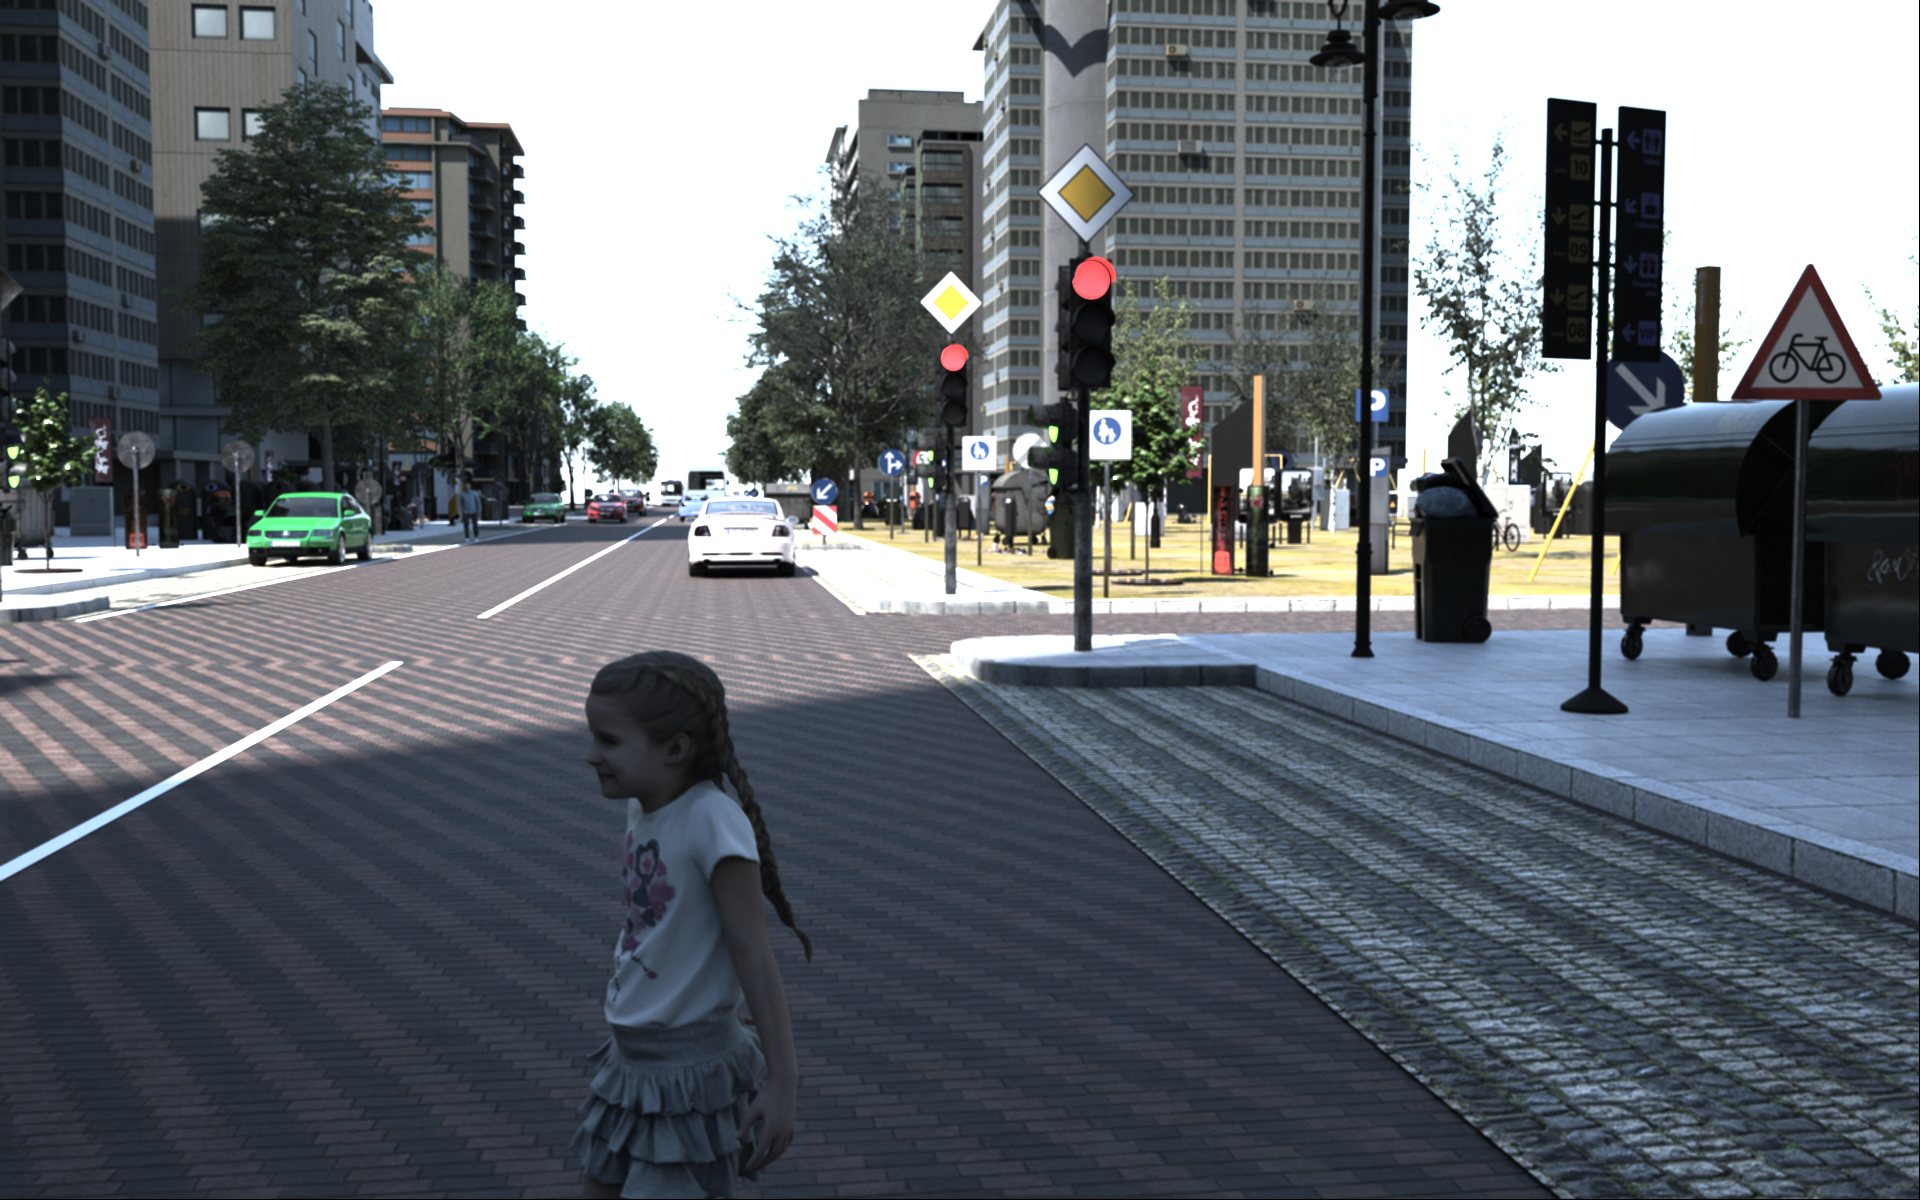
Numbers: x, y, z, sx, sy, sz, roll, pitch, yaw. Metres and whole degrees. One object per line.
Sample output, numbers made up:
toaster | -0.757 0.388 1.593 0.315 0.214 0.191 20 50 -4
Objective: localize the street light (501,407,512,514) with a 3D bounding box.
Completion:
street light | -23.303 -7.109 89.026 0.468 5.910 1.993 0 4 -8

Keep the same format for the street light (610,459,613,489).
street light | -36.017 -12.595 178.719 0.468 5.910 1.993 0 4 -8

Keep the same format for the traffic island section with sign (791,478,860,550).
traffic island section with sign | -3.654 -2.207 44.713 1.989 1.847 2.006 0 4 -8

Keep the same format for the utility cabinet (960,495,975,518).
utility cabinet | 0.523 -4.789 89.467 1.020 1.237 0.306 0 4 5

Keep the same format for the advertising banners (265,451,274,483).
advertising banners | -28.164 -4.477 69.388 0.090 3.025 2.074 1 4 19

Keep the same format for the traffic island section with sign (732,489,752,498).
traffic island section with sign | -18.202 -8.461 146.964 1.989 1.847 2.006 0 4 -8

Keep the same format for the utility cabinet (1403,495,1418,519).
utility cabinet | 23.022 -4.708 88.129 1.020 1.237 0.306 -2 4 -34

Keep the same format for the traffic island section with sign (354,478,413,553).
traffic island section with sign | -14.581 -2.077 42.588 1.989 1.847 2.006 0 4 -8

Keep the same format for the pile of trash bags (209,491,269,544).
pile of trash bags | -19.012 -2.218 46.023 3.447 1.369 1.912 3 5 43

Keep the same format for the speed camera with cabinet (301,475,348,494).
speed camera with cabinet | -30.366 -5.407 82.742 2.038 3.252 0.660 -3 4 -37

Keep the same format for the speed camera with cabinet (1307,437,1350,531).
speed camera with cabinet | 12.847 -4.074 60.950 2.038 3.252 0.660 -3 4 -37

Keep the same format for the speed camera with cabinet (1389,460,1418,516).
speed camera with cabinet | 25.816 -6.508 100.737 2.038 3.252 0.660 2 4 32

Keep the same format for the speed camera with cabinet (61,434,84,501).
speed camera with cabinet | -29.708 -3.800 56.464 2.038 3.252 0.660 -2 4 -31

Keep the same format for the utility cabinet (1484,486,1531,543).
utility cabinet | 14.161 -2.217 44.926 1.173 1.500 0.318 1 4 11

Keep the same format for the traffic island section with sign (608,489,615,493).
traffic island section with sign | -29.331 -8.408 146.093 1.989 1.847 2.006 0 4 -8

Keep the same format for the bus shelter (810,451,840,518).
bus shelter | -7.138 -6.058 90.331 1.731 3.624 6.357 -1 4 -8

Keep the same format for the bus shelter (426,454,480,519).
bus shelter | -26.273 -5.870 89.902 2.014 3.302 5.546 -1 4 -8

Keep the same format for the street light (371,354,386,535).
street light | -18.283 -5.008 54.673 0.468 5.910 1.993 0 4 -8

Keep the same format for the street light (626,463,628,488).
street light | -40.963 -14.703 213.184 0.468 5.910 1.993 0 4 -8

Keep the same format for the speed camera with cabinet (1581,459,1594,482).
speed camera with cabinet | 26.072 -4.716 71.443 0.660 3.252 2.038 2 4 28

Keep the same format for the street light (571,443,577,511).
street light | -29.191 -9.668 130.856 0.468 5.910 1.993 0 4 -8

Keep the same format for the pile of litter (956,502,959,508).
pile of litter | -0.470 -4.842 93.127 1.176 0.858 1.719 0 4 -5

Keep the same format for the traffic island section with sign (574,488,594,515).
traffic island section with sign | -25.534 -6.775 119.406 1.989 1.847 2.006 0 4 -8

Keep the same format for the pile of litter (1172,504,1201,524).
pile of litter | 9.898 -3.769 75.589 1.176 0.858 1.719 -1 4 -11

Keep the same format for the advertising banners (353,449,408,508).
advertising banners | -22.335 -4.316 66.748 2.074 3.025 0.090 0 3 0

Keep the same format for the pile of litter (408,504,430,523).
pile of litter | -24.330 -3.893 77.609 1.719 0.858 1.176 -3 5 -44

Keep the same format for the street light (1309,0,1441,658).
street light | 3.179 -2.490 13.496 0.468 5.910 1.993 0 4 -8

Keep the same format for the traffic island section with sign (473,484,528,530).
traffic island section with sign | -18.403 -3.719 69.436 1.989 1.847 2.006 0 4 -8

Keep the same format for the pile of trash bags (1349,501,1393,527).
pile of trash bags | 15.539 -3.596 68.542 1.912 1.369 3.447 -2 4 -29

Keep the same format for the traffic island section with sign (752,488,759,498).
traffic island section with sign | -7.455 -3.839 71.400 1.989 1.847 2.006 0 4 -8

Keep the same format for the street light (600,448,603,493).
street light | -34.042 -11.733 164.620 0.468 5.910 1.993 0 4 -8

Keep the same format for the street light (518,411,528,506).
street light | -24.258 -7.558 96.362 0.468 5.910 1.993 0 4 -8

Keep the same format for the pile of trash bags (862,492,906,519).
pile of trash bags | -3.377 -4.866 89.313 3.447 1.369 1.912 -3 5 -44

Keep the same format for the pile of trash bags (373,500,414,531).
pile of trash bags | -20.793 -3.070 59.944 1.912 1.369 3.447 3 4 37

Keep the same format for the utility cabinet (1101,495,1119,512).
utility cabinet | 8.488 -5.306 97.920 1.020 1.237 0.306 1 4 22

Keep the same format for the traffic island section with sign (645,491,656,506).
traffic island section with sign | -40.983 -13.415 227.960 1.989 1.847 2.006 0 4 -8

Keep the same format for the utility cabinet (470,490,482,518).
utility cabinet | -26.229 -5.195 93.616 1.173 1.500 0.318 3 5 41

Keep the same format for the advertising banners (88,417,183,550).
advertising banners | -18.998 -2.676 39.933 0.090 3.025 2.074 3 5 41

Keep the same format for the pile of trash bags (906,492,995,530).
pile of trash bags | 0.059 -3.210 62.230 3.447 1.369 1.912 -1 4 -18

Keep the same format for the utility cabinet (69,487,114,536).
utility cabinet | -26.206 -2.666 52.270 1.173 1.500 0.318 0 4 -6

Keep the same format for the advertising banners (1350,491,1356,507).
advertising banners | 20.325 -5.729 89.861 2.074 3.025 0.090 -1 4 -22

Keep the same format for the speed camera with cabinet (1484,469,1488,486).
speed camera with cabinet | 18.358 -4.026 60.156 2.038 3.252 0.660 -2 4 -33

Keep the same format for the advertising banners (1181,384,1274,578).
advertising banners | 4.162 -1.897 27.201 0.090 3.025 2.074 -2 4 -35

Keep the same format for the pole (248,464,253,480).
pole | -32.329 -5.206 78.958 0.158 3.312 0.155 0 3 0

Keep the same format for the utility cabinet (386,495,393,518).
utility cabinet | -30.101 -4.901 91.299 1.020 1.237 0.306 -2 4 -25

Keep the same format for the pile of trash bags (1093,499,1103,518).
pile of trash bags | 6.116 -5.015 91.743 1.912 1.369 3.447 2 4 34
